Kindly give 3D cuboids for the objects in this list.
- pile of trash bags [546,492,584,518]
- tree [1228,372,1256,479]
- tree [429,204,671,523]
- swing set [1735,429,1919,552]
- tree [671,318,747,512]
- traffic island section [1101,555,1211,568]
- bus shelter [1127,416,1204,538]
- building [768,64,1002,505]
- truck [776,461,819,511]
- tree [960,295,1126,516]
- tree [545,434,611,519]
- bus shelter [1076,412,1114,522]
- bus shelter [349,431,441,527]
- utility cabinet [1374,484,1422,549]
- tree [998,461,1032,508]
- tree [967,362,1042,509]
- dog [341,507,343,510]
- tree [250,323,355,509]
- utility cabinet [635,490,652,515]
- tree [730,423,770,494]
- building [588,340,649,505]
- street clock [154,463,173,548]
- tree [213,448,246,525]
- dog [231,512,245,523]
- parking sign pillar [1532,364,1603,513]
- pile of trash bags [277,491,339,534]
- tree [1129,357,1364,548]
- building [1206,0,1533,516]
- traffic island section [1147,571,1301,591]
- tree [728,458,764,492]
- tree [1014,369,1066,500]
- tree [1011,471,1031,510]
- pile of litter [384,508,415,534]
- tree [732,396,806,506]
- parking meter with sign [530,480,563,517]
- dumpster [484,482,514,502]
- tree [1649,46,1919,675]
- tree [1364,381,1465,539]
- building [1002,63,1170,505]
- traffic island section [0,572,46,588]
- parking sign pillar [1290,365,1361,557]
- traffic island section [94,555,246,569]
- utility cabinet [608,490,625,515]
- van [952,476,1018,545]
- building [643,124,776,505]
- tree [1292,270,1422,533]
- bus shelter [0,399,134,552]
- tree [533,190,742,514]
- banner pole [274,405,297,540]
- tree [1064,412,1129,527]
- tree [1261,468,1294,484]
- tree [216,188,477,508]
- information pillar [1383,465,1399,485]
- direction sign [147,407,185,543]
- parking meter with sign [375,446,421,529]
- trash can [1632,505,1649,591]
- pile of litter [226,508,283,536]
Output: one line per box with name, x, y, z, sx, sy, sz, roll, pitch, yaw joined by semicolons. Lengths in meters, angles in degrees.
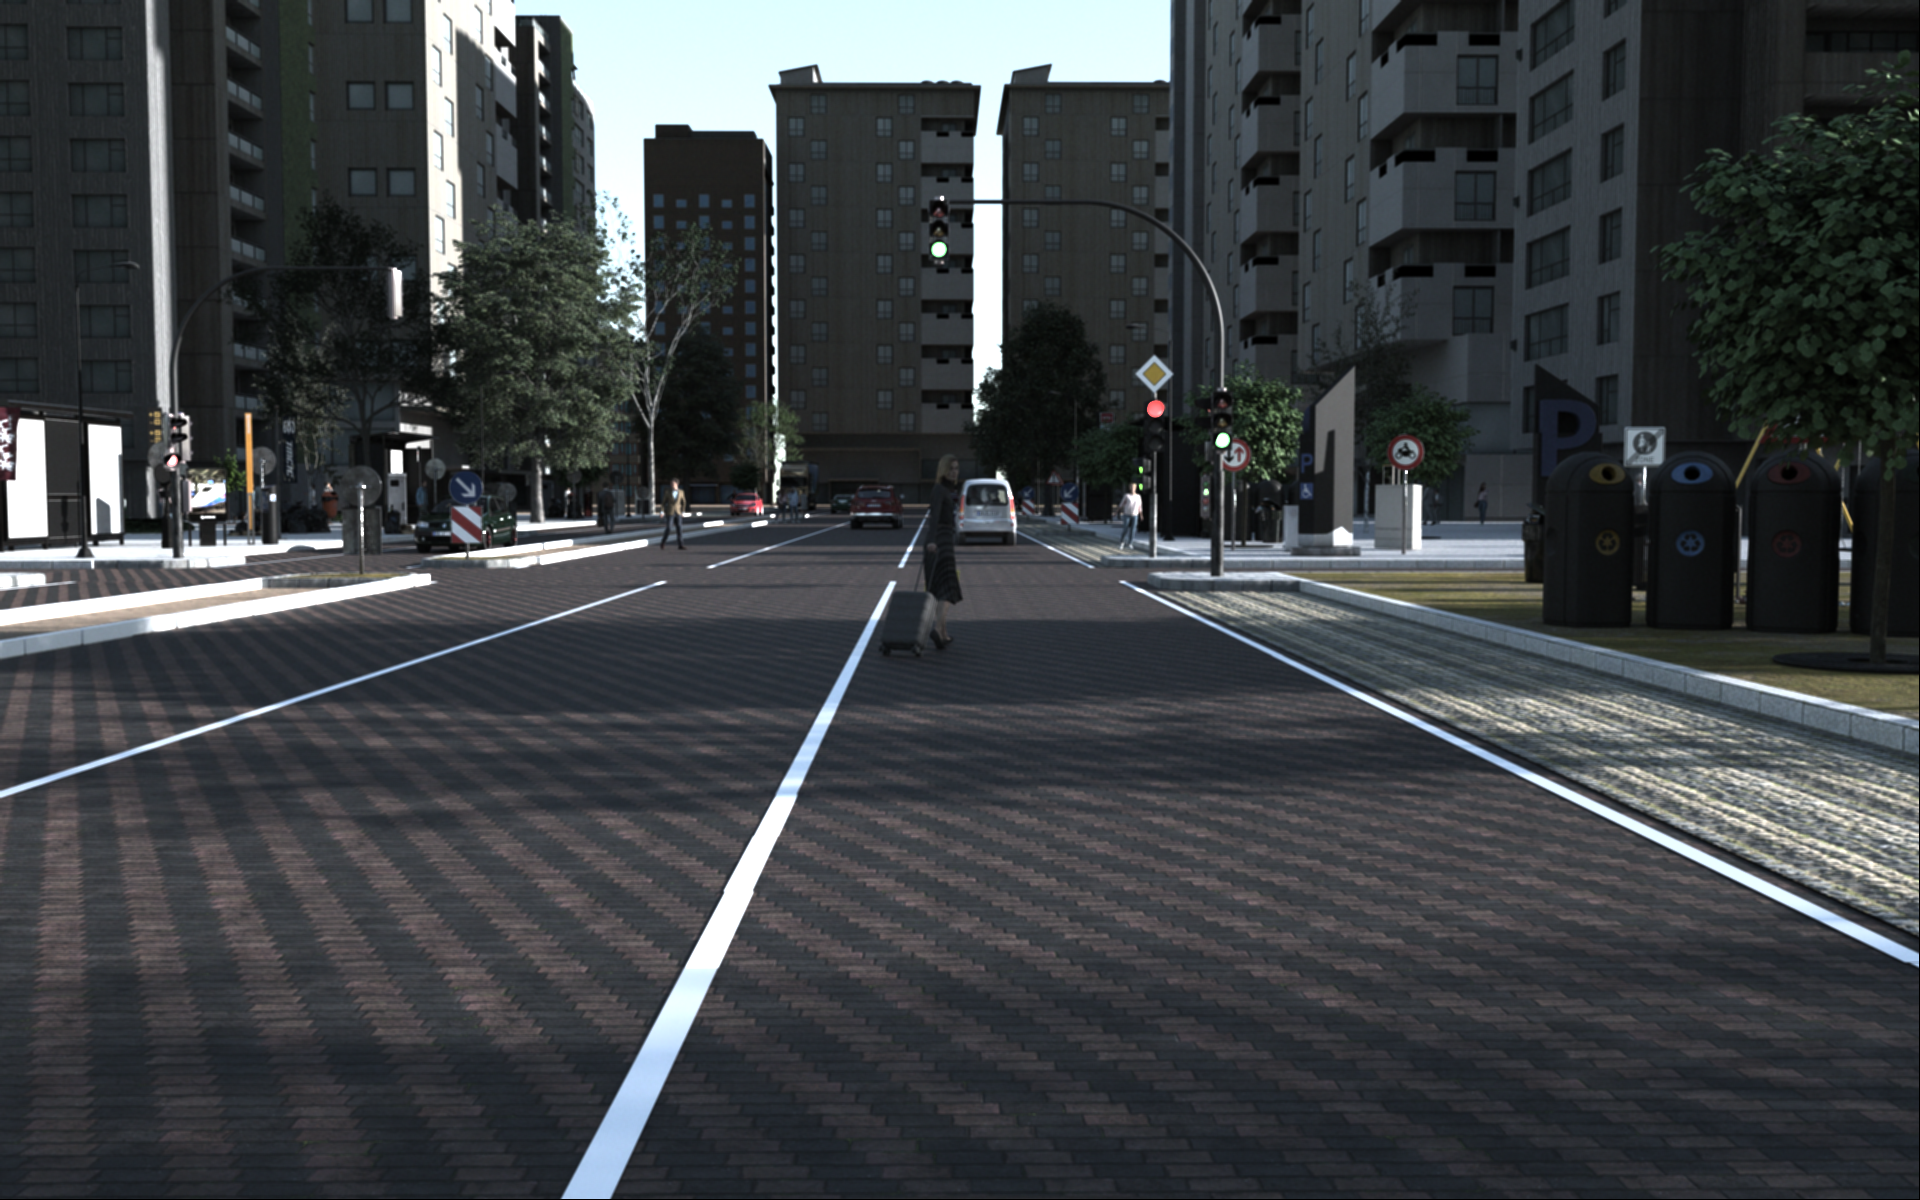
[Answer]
pile of trash bags;-21.140;-5.103;93.194;1.912;1.369;3.447;0;4;-3
tree;16.781;-9.357;103.347;4.360;8.622;3.978;0;3;0
tree;-18.842;-10.435;77.270;9.857;13.997;8.962;0;3;0
swing set;12.570;-1.667;24.878;2.862;2.851;3.119;0;4;0
tree;-20.134;-13.471;126.905;9.857;13.997;8.962;0;3;0
traffic island section;3.923;-0.780;35.036;2.009;0.180;2.903;0;4;-1
bus shelter;6.398;-3.847;54.179;1.731;3.624;6.357;0;4;-1
building;-9.225;-38.676;221.591;27.495;52.752;28.713;0;4;-1
truck;-13.948;-9.844;149.866;2.839;4.237;11.283;0;4;0
tree;5.028;-11.205;100.209;9.611;12.733;9.660;0;3;0
tree;-19.730;-6.438;88.972;4.285;4.588;4.351;0;3;0
bus shelter;6.506;-6.408;82.395;2.179;5.291;8.768;0;4;-1
bus shelter;-21.998;-4.672;67.670;1.731;3.624;6.357;0;4;-1
utility cabinet;10.121;-1.915;39.989;0.318;1.500;1.173;-2;4;-32
tree;5.152;-10.539;156.032;4.285;4.588;4.351;0;3;0
tree;4.192;-14.024;147.418;7.486;12.596;7.792;0;3;0
dog;-35.881;-5.147;100.989;0.406;0.507;0.540;-2;4;-27
tree;-26.274;-7.303;69.768;4.360;8.622;3.978;0;3;0
utility cabinet;-19.293;-5.925;105.550;1.173;1.500;0.318;3;5;40
tree;-20.655;-13.646;173.476;4.360;8.622;3.978;0;3;0
building;-52.972;-22.951;220.286;28.899;21.520;27.650;0;4;-1
street clock;-18.776;-2.227;40.983;0.471;2.002;0.358;1;4;9
tree;-30.554;-4.769;72.582;1.663;3.219;1.824;0;3;0
dog;-31.288;-3.564;75.103;0.406;0.507;0.540;0;4;1
parking sign pillar;12.539;-2.892;35.761;1.447;3.967;1.447;0;4;5
pile of trash bags;-21.807;-2.928;57.623;1.912;1.369;3.447;1;4;13
tree;6.789;-3.554;41.815;4.285;4.588;4.351;0;3;0
building;33.569;-33.016;129.047;28.713;52.752;27.495;0;4;-1
traffic island section;4.027;-0.292;27.052;2.009;0.180;2.903;0;4;-1
tree;-19.633;-10.717;158.933;4.285;4.588;4.351;0;3;0
tree;5.562;-11.691;125.564;7.601;10.594;8.767;-1;4;-17
tree;4.923;-9.015;142.000;1.663;3.219;1.824;0;3;0
pile of litter;-17.985;-2.558;55.785;1.176;0.858;1.719;0;4;5
tree;-20.289;-15.875;185.317;9.928;11.665;9.643;0;3;0
parking meter with sign;-22.758;-6.060;95.345;1.738;3.016;0.543;0;4;-2
dumpster;-22.653;-4.833;84.784;1.264;1.857;1.865;0;4;-1
tree;6.814;-1.782;12.846;4.285;4.588;4.351;0;3;0
tree;13.320;-4.067;50.208;4.285;4.588;4.351;0;3;0
building;18.787;-38.657;221.283;27.495;52.752;28.713;0;4;-1
traffic island section;-15.613;-0.277;26.803;2.009;0.180;2.903;0;4;-1
parking sign pillar;7.646;-2.914;36.122;1.447;3.967;1.447;-3;5;-40
traffic island section;-15.717;-0.765;34.787;2.009;0.180;2.903;0;4;-1
utility cabinet;-20.680;-5.855;104.409;0.318;1.500;1.173;2;4;30
van;0.702;-2.607;49.635;2.013;2.044;4.112;0;4;-1
building;-30.437;-34.431;213.060;14.200;45.320;14.600;0;4;-1
tree;13.388;-6.543;57.334;4.360;8.622;3.978;0;3;0
bus shelter;-21.917;-3.781;39.456;2.179;5.291;8.768;0;4;-1
tree;-21.145;-15.538;109.943;12.611;20.169;13.585;0;3;0
banner pole;-19.023;-3.597;48.824;0.401;3.779;0.863;2;4;32
tree;6.518;-5.111;67.273;4.285;4.588;4.351;0;3;0
tree;17.713;-6.186;95.739;1.663;3.219;1.824;0;3;0
tree;-18.511;-7.286;53.533;7.601;10.594;8.767;0;4;3
information pillar;10.840;-2.391;43.591;0.304;2.012;0.304;3;5;45
direction sign;-20.776;-3.266;45.392;0.876;3.537;0.379;-3;4;-35
parking meter with sign;-20.551;-4.089;63.112;1.738;3.016;0.543;-1;4;-21
trash can;9.286;-0.702;23.125;0.748;1.137;0.748;0;3;0
pile of litter;-21.701;-2.407;53.322;1.719;0.858;1.176;0;4;-4
